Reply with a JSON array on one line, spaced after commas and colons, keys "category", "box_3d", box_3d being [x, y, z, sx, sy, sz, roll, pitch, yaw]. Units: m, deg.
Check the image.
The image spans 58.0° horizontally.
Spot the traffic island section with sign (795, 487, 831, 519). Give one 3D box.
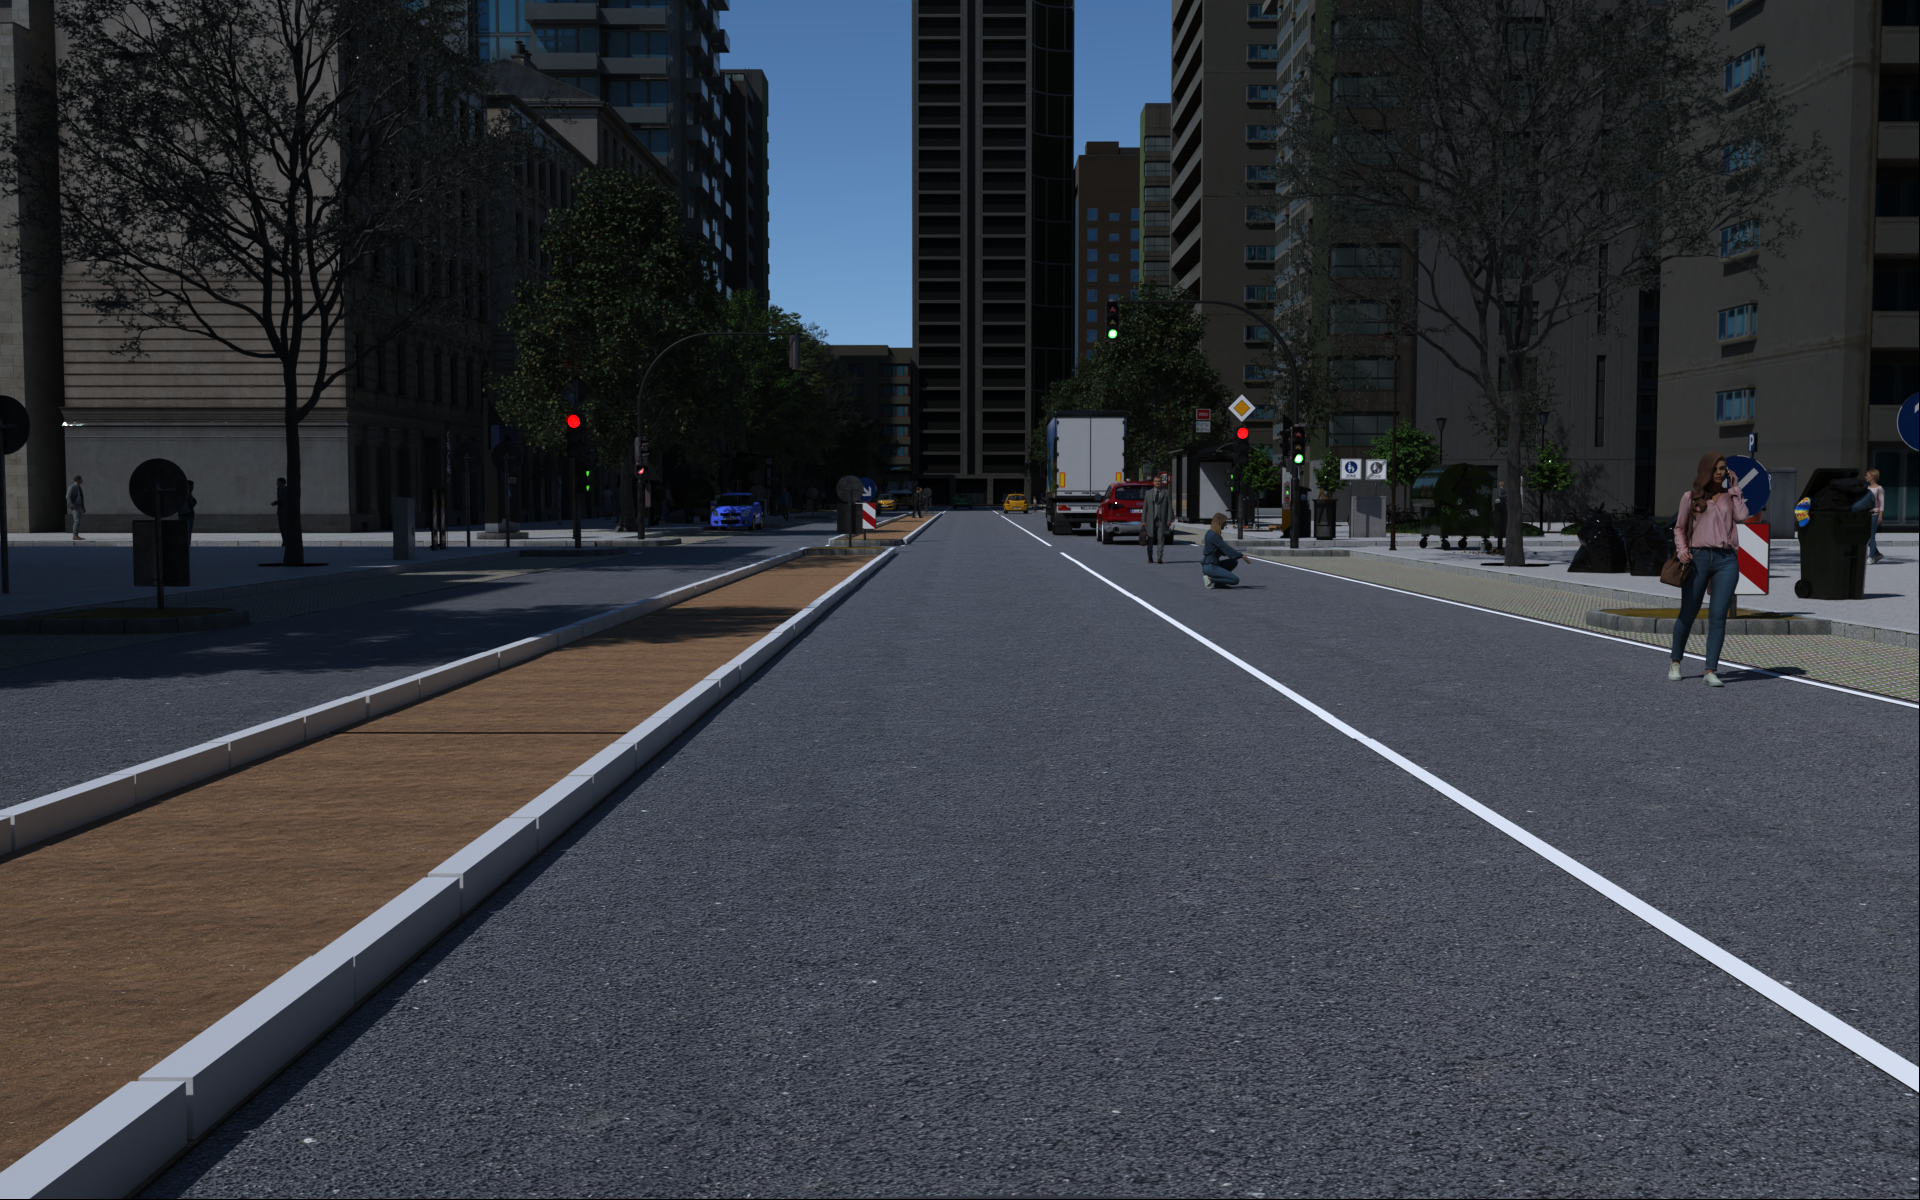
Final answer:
[{"category": "traffic island section with sign", "box_3d": [-8.510, -5.617, 100.466, 1.989, 1.847, 2.006, 0, 4, 0]}]

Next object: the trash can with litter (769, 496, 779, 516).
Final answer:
[{"category": "trash can with litter", "box_3d": [-11.114, -5.657, 103.881, 0.624, 1.170, 1.055, -1, 4, -13]}]

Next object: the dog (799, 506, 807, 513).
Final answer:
[{"category": "dog", "box_3d": [-10.648, -6.158, 117.518, 0.540, 0.507, 0.406, -2, 4, -30]}]

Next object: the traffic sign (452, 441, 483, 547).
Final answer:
[{"category": "traffic sign", "box_3d": [-11.900, -2.554, 41.869, 0.768, 2.556, 0.104, 0, 4, 6]}]

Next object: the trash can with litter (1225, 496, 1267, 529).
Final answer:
[{"category": "trash can with litter", "box_3d": [10.737, -3.272, 64.555, 1.678, 1.210, 2.233, 0, 4, 7]}]

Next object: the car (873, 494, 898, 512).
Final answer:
[{"category": "car", "box_3d": [-6.080, -8.068, 142.132, 2.015, 1.641, 3.980, 0, 3, 0]}]

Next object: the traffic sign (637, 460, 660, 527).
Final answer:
[{"category": "traffic sign", "box_3d": [-11.933, -4.061, 66.408, 0.884, 2.594, 0.081, 0, 4, 1]}]

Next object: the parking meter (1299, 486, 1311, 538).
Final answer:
[{"category": "parking meter", "box_3d": [10.199, -2.619, 51.232, 0.372, 1.533, 0.369, 0, 3, 0]}]

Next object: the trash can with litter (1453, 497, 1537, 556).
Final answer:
[{"category": "trash can with litter", "box_3d": [11.392, -1.571, 36.751, 1.678, 1.210, 2.233, 1, 4, 12]}]

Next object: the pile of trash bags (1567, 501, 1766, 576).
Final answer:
[{"category": "pile of trash bags", "box_3d": [11.340, -1.086, 27.510, 1.912, 1.369, 3.447, -1, 4, -22]}]

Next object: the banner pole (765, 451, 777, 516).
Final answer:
[{"category": "banner pole", "box_3d": [-10.887, -6.737, 100.167, 0.863, 3.779, 0.401, 0, 4, 3]}]

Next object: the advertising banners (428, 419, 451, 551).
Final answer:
[{"category": "advertising banners", "box_3d": [-12.020, -2.688, 40.136, 0.090, 3.025, 2.074, 0, 4, -3]}]

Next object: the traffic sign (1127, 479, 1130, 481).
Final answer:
[{"category": "traffic sign", "box_3d": [11.099, -6.977, 116.199, 0.606, 2.300, 0.079, 1, 4, 9]}]

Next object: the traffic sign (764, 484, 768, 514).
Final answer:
[{"category": "traffic sign", "box_3d": [-12.680, -6.973, 114.107, 0.768, 2.556, 0.104, 0, 4, 2]}]

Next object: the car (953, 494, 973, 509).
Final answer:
[{"category": "car", "box_3d": [0.269, -9.516, 164.381, 1.959, 1.807, 4.718, 0, 4, 1]}]

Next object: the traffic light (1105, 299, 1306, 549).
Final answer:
[{"category": "traffic light", "box_3d": [5.765, -4.033, 40.612, 4.771, 5.953, 1.251, 0, 4, 0]}]

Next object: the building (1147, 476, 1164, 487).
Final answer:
[{"category": "building", "box_3d": [34.600, -28.936, 164.989, 32.217, 40.220, 23.993, 0, 4, 0]}]

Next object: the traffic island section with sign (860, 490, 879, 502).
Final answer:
[{"category": "traffic island section with sign", "box_3d": [-8.334, -8.687, 150.667, 1.989, 1.847, 2.006, 0, 4, 0]}]

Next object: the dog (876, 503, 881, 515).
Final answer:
[{"category": "dog", "box_3d": [-5.395, -6.129, 117.051, 0.513, 0.831, 0.800, 2, 4, 27]}]

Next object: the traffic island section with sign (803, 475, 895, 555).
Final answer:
[{"category": "traffic island section with sign", "box_3d": [-2.660, -2.018, 41.135, 2.006, 1.907, 1.989, 0, 4, 0]}]

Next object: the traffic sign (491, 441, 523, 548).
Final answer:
[{"category": "traffic sign", "box_3d": [-10.854, -2.533, 41.513, 0.768, 2.556, 0.104, 0, 4, 4]}]

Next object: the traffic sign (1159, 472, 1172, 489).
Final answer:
[{"category": "traffic sign", "box_3d": [11.606, -5.997, 98.157, 0.768, 2.556, 0.104, 0, 4, 8]}]

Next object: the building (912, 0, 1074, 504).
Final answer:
[{"category": "building", "box_3d": [4.356, -48.074, 224.254, 20.611, 71.187, 20.563, 0, 4, 0]}]

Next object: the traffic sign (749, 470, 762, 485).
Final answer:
[{"category": "traffic sign", "box_3d": [-10.902, -5.633, 92.203, 0.768, 2.556, 0.104, 0, 4, 3]}]

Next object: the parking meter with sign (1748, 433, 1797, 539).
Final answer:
[{"category": "parking meter with sign", "box_3d": [23.445, -3.248, 49.365, 1.738, 3.016, 0.543, 1, 4, 8]}]

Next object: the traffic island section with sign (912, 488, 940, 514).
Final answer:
[{"category": "traffic island section with sign", "box_3d": [-2.369, -7.067, 123.681, 2.006, 1.907, 1.989, 0, 4, 0]}]

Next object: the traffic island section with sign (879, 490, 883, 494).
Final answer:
[{"category": "traffic island section with sign", "box_3d": [-8.234, -10.371, 178.194, 1.989, 1.847, 2.006, 0, 4, 0]}]

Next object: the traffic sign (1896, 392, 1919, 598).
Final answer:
[{"category": "traffic sign", "box_3d": [11.849, -1.293, 21.246, 0.768, 2.556, 0.104, 0, 4, 7]}]

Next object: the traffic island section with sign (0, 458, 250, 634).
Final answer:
[{"category": "traffic island section with sign", "box_3d": [-8.795, -0.605, 18.517, 1.989, 1.847, 2.006, 0, 4, 0]}]

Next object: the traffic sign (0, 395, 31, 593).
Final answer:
[{"category": "traffic sign", "box_3d": [-12.347, -1.359, 22.329, 0.768, 2.556, 0.104, 0, 4, 4]}]

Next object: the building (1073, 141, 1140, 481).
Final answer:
[{"category": "building", "box_3d": [21.876, -35.043, 223.062, 14.200, 45.320, 14.600, 0, 4, 0]}]

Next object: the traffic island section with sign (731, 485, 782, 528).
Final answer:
[{"category": "traffic island section with sign", "box_3d": [-8.592, -3.968, 73.511, 1.989, 1.847, 2.006, 0, 4, 0]}]

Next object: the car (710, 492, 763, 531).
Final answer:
[{"category": "car", "box_3d": [-8.807, -3.593, 68.339, 1.945, 1.707, 3.694, 0, 4, 1]}]

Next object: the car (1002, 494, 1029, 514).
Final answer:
[{"category": "car", "box_3d": [4.094, -7.149, 127.106, 2.015, 1.641, 3.980, 0, 4, -1]}]

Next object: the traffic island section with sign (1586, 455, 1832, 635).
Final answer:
[{"category": "traffic island section with sign", "box_3d": [7.826, -0.599, 18.430, 1.989, 1.847, 2.006, 0, 4, 0]}]

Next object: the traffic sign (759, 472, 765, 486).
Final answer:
[{"category": "traffic sign", "box_3d": [-11.722, -6.213, 101.696, 0.768, 2.556, 0.104, 0, 4, 1]}]

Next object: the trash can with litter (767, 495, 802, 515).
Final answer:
[{"category": "trash can with litter", "box_3d": [-11.473, -6.415, 115.944, 2.233, 1.210, 1.678, -1, 4, -23]}]

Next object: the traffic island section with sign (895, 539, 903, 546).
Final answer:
[{"category": "traffic island section with sign", "box_3d": [-2.624, -2.471, 48.543, 2.006, 1.907, 1.989, 0, 4, 0]}]

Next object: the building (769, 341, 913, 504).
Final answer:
[{"category": "building", "box_3d": [-20.610, -23.530, 229.755, 28.899, 21.520, 27.650, 0, 4, 0]}]

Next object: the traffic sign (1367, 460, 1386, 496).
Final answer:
[{"category": "traffic sign", "box_3d": [12.382, -3.024, 51.572, 0.606, 2.300, 0.079, 0, 4, 5]}]

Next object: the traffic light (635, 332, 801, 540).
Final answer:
[{"category": "traffic light", "box_3d": [-6.883, -4.534, 48.802, 4.771, 5.953, 1.251, 0, 4, 0]}]

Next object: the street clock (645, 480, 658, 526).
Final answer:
[{"category": "street clock", "box_3d": [-12.237, -3.923, 68.710, 0.471, 2.002, 0.358, 1, 4, 21]}]

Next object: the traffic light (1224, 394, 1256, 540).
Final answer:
[{"category": "traffic light", "box_3d": [7.886, -3.658, 48.731, 0.839, 4.253, 0.868, 0, 4, 0]}]

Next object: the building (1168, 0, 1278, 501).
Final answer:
[{"category": "building", "box_3d": [29.097, -31.695, 141.915, 21.300, 48.544, 21.600, 0, 4, 0]}]

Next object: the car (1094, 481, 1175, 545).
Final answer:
[{"category": "car", "box_3d": [5.097, -2.573, 50.734, 2.281, 1.827, 5.304, 0, 4, 2]}]

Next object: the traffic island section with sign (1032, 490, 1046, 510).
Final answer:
[{"category": "traffic island section with sign", "box_3d": [8.390, -10.365, 178.088, 1.989, 1.847, 2.006, 0, 4, 0]}]

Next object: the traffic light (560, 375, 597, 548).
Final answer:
[{"category": "traffic light", "box_3d": [-9.004, -3.172, 40.789, 0.839, 4.253, 0.868, 0, 4, 0]}]

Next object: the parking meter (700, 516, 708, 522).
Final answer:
[{"category": "parking meter", "box_3d": [-11.925, -4.415, 80.600, 0.372, 1.533, 0.369, 0, 3, 0]}]

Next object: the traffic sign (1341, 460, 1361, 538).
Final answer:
[{"category": "traffic sign", "box_3d": [11.365, -2.953, 50.408, 0.606, 2.300, 0.079, 0, 4, 3]}]
